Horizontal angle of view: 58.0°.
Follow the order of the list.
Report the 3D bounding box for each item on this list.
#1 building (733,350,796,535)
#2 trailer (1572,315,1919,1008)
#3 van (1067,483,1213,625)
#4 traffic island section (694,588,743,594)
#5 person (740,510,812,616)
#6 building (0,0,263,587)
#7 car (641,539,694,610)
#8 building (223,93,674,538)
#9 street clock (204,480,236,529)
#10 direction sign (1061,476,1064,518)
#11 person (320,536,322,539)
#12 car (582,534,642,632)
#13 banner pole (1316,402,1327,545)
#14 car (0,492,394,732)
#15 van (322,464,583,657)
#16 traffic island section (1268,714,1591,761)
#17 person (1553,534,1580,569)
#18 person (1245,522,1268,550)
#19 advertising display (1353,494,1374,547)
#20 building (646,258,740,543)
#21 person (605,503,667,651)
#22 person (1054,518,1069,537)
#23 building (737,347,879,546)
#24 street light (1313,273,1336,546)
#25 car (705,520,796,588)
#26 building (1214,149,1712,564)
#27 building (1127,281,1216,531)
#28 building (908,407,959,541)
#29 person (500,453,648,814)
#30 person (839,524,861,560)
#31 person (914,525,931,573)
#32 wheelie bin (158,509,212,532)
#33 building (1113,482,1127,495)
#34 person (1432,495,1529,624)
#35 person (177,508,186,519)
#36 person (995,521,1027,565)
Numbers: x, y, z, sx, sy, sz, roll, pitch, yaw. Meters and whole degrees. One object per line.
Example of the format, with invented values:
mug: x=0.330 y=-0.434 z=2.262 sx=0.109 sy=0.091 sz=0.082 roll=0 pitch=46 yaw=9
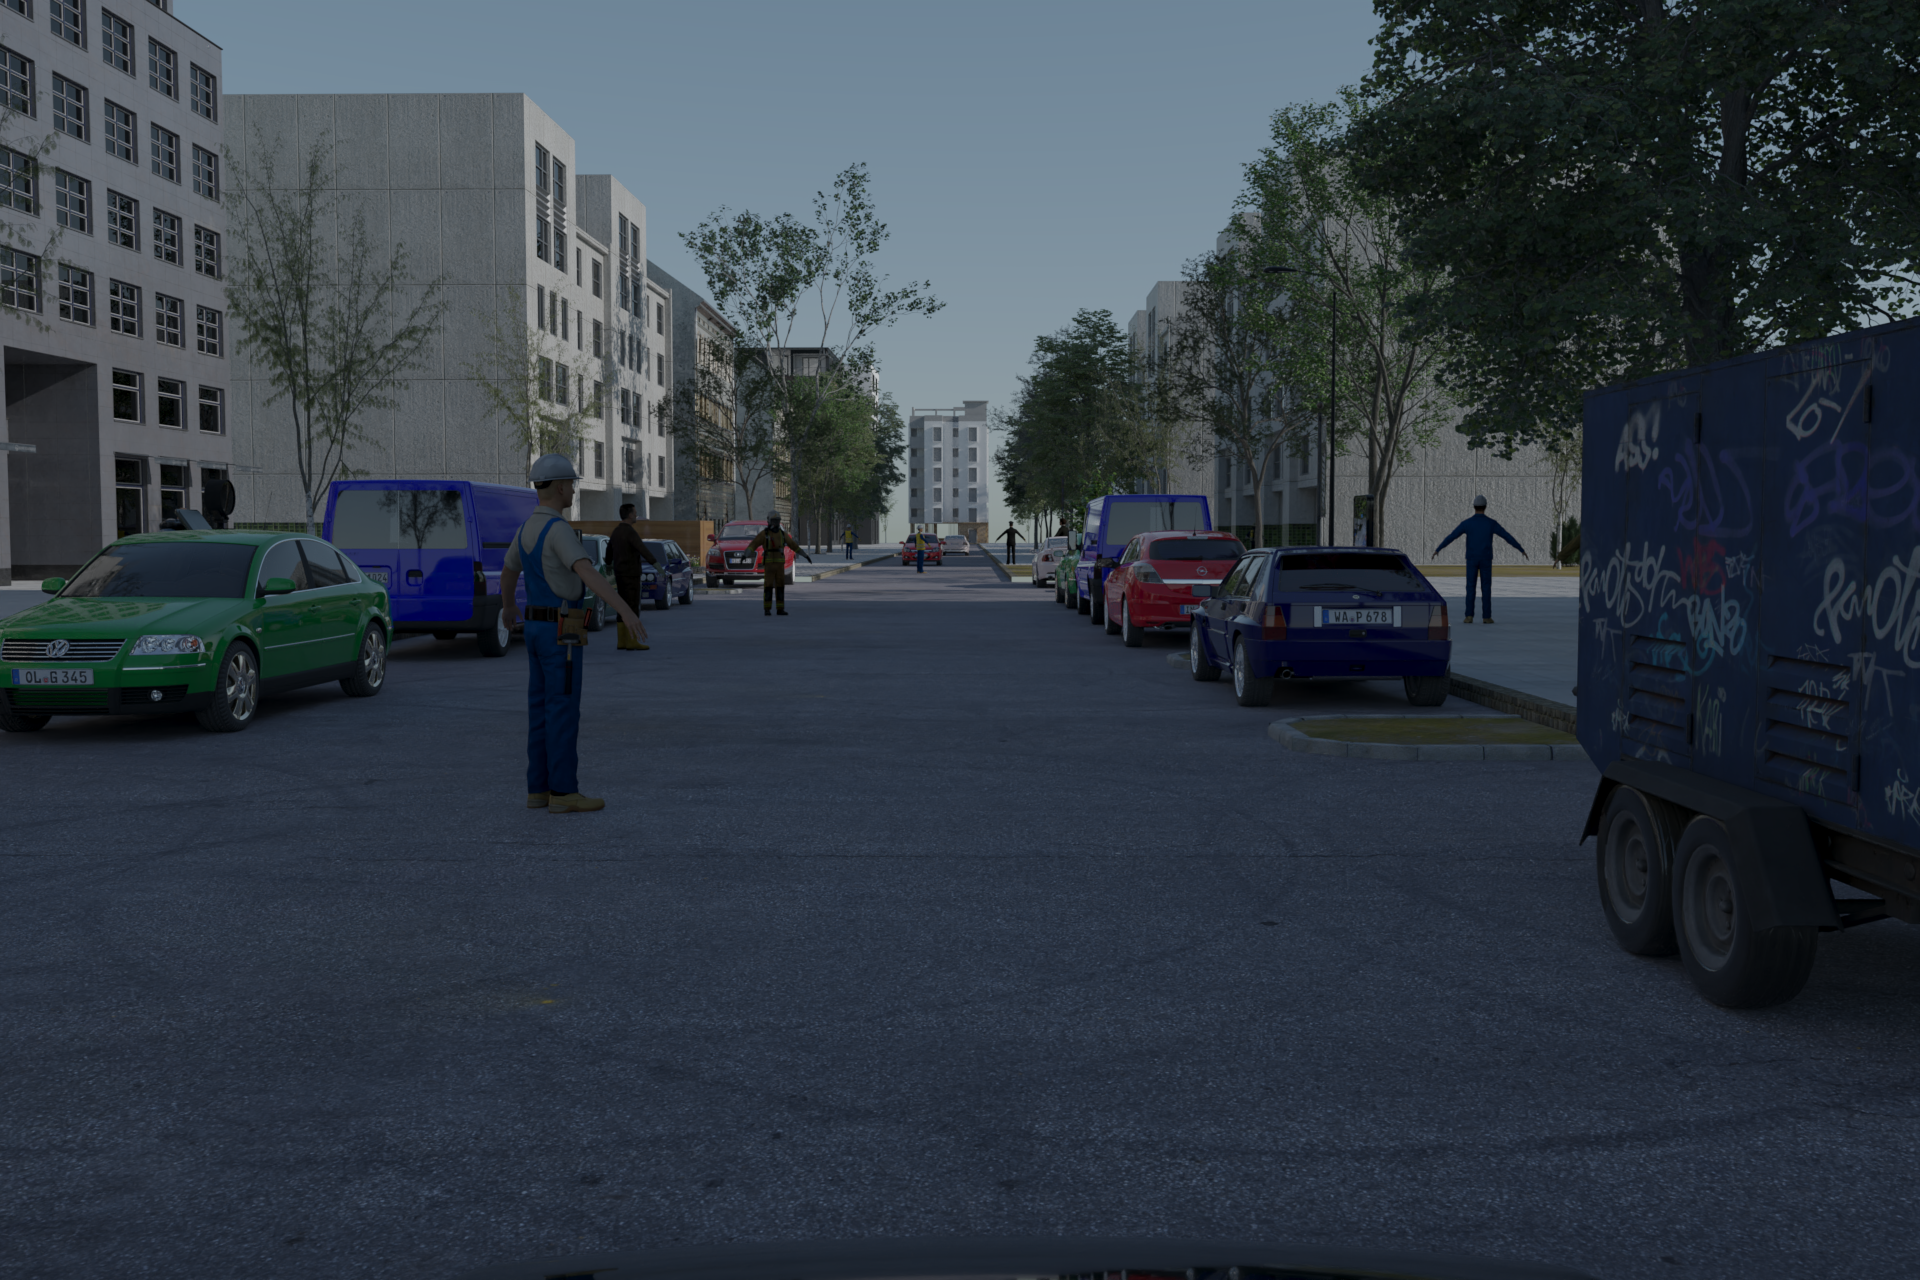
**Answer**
building: x=-27.424 y=-21.336 z=179.765 sx=19.493 sy=23.208 sz=18.063 roll=0 pitch=4 yaw=1
trailer: x=2.975 y=0.048 z=6.262 sx=1.471 sy=1.999 sz=3.904 roll=0 pitch=4 yaw=0
van: x=3.011 y=-1.506 z=29.015 sx=2.240 sy=2.365 sz=5.245 roll=0 pitch=4 yaw=0
traffic island section: x=-6.339 y=-1.181 z=42.177 sx=1.991 sy=0.108 sz=1.994 roll=0 pitch=3 yaw=0
person: x=-3.260 y=-1.361 z=30.473 sx=1.354 sy=1.858 sz=0.705 roll=-2 pitch=4 yaw=-29
building: x=-28.329 y=-13.822 z=44.406 sx=11.959 sy=24.771 sz=22.079 roll=0 pitch=4 yaw=0
car: x=-6.337 y=-1.310 z=33.992 sx=1.945 sy=1.354 sz=3.894 roll=0 pitch=4 yaw=1
building: x=-25.482 y=-13.407 z=85.667 sx=16.747 sy=18.905 sz=31.486 roll=0 pitch=4 yaw=1
street clock: x=-9.845 y=-1.132 z=23.085 sx=0.358 sy=2.002 sz=0.471 roll=0 pitch=4 yaw=0
direction sign: x=4.018 y=-4.642 z=67.897 sx=0.379 sy=3.537 sz=0.876 roll=0 pitch=4 yaw=-1
person: x=-19.245 y=-2.848 z=52.837 sx=0.705 sy=1.796 sz=1.348 roll=1 pitch=4 yaw=10
car: x=-6.182 y=-0.928 z=26.970 sx=2.131 sy=1.459 sz=4.920 roll=0 pitch=4 yaw=0
banner pole: x=6.821 y=-2.610 z=32.689 sx=0.401 sy=3.779 sz=0.863 roll=0 pitch=4 yaw=0
car: x=-6.061 y=-0.314 z=13.930 sx=1.959 sy=1.807 sz=4.718 roll=0 pitch=4 yaw=1
van: x=-6.230 y=-1.066 z=21.815 sx=2.240 sy=2.365 sz=5.245 roll=0 pitch=4 yaw=1
traffic island section: x=3.186 y=0.668 z=11.949 sx=1.991 sy=0.108 sz=1.994 roll=0 pitch=4 yaw=-1
person: x=6.757 y=-0.679 z=17.881 sx=1.217 sy=1.736 sz=0.721 roll=1 pitch=4 yaw=23
person: x=14.311 y=-4.785 z=84.009 sx=0.705 sy=1.856 sz=1.354 roll=-3 pitch=5 yaw=-43
advertising display: x=6.653 y=-1.431 z=28.606 sx=0.123 sy=1.923 sz=0.974 roll=0 pitch=3 yaw=0
building: x=-26.184 y=-17.712 z=120.523 sx=19.493 sy=23.208 sz=18.063 roll=0 pitch=3 yaw=0
person: x=-4.072 y=-0.783 z=21.400 sx=0.704 sy=1.812 sz=1.346 roll=-3 pitch=5 yaw=-41
person: x=3.326 y=-3.084 z=56.611 sx=0.705 sy=1.806 sz=1.347 roll=3 pitch=4 yaw=37
building: x=-24.584 y=-22.136 z=205.893 sx=27.936 sy=21.610 sz=32.646 roll=0 pitch=4 yaw=1
street light: x=7.032 y=-3.524 z=30.151 sx=1.470 sy=5.913 sz=1.316 roll=0 pitch=4 yaw=0
car: x=-5.681 y=-2.367 z=47.371 sx=2.281 sy=1.827 sz=5.304 roll=0 pitch=3 yaw=0
building: x=23.643 y=-13.564 z=88.225 sx=16.747 sy=18.905 sz=31.486 roll=0 pitch=4 yaw=0
building: x=22.258 y=-16.094 z=129.586 sx=16.747 sy=18.905 sz=31.486 roll=0 pitch=4 yaw=1
building: x=-7.100 y=-23.906 z=249.743 sx=11.380 sy=20.090 sz=16.016 roll=0 pitch=4 yaw=7
person: x=-2.085 y=-0.042 z=9.008 sx=0.705 sy=1.847 sz=1.347 roll=-3 pitch=5 yaw=-43
person: x=-5.539 y=-4.929 z=87.046 sx=1.216 sy=1.772 sz=0.721 roll=1 pitch=4 yaw=23
person: x=-1.364 y=-3.312 z=63.079 sx=0.721 sy=1.772 sz=1.216 roll=-2 pitch=4 yaw=-28
wheelie bin: x=-9.834 y=-0.866 z=22.072 sx=0.693 sy=1.594 sz=0.980 roll=0 pitch=3 yaw=0
building: x=21.223 y=-17.169 z=222.856 sx=9.099 sy=9.664 sz=28.070 roll=0 pitch=4 yaw=0
person: x=7.468 y=-1.164 z=24.905 sx=1.347 sy=1.842 sz=0.705 roll=1 pitch=4 yaw=21
person: x=-14.109 y=-1.514 z=31.355 sx=0.434 sy=1.755 sz=0.990 roll=3 pitch=4 yaw=38
person: x=2.141 y=-4.084 z=72.715 sx=1.347 sy=1.837 sz=0.705 roll=0 pitch=4 yaw=-6
